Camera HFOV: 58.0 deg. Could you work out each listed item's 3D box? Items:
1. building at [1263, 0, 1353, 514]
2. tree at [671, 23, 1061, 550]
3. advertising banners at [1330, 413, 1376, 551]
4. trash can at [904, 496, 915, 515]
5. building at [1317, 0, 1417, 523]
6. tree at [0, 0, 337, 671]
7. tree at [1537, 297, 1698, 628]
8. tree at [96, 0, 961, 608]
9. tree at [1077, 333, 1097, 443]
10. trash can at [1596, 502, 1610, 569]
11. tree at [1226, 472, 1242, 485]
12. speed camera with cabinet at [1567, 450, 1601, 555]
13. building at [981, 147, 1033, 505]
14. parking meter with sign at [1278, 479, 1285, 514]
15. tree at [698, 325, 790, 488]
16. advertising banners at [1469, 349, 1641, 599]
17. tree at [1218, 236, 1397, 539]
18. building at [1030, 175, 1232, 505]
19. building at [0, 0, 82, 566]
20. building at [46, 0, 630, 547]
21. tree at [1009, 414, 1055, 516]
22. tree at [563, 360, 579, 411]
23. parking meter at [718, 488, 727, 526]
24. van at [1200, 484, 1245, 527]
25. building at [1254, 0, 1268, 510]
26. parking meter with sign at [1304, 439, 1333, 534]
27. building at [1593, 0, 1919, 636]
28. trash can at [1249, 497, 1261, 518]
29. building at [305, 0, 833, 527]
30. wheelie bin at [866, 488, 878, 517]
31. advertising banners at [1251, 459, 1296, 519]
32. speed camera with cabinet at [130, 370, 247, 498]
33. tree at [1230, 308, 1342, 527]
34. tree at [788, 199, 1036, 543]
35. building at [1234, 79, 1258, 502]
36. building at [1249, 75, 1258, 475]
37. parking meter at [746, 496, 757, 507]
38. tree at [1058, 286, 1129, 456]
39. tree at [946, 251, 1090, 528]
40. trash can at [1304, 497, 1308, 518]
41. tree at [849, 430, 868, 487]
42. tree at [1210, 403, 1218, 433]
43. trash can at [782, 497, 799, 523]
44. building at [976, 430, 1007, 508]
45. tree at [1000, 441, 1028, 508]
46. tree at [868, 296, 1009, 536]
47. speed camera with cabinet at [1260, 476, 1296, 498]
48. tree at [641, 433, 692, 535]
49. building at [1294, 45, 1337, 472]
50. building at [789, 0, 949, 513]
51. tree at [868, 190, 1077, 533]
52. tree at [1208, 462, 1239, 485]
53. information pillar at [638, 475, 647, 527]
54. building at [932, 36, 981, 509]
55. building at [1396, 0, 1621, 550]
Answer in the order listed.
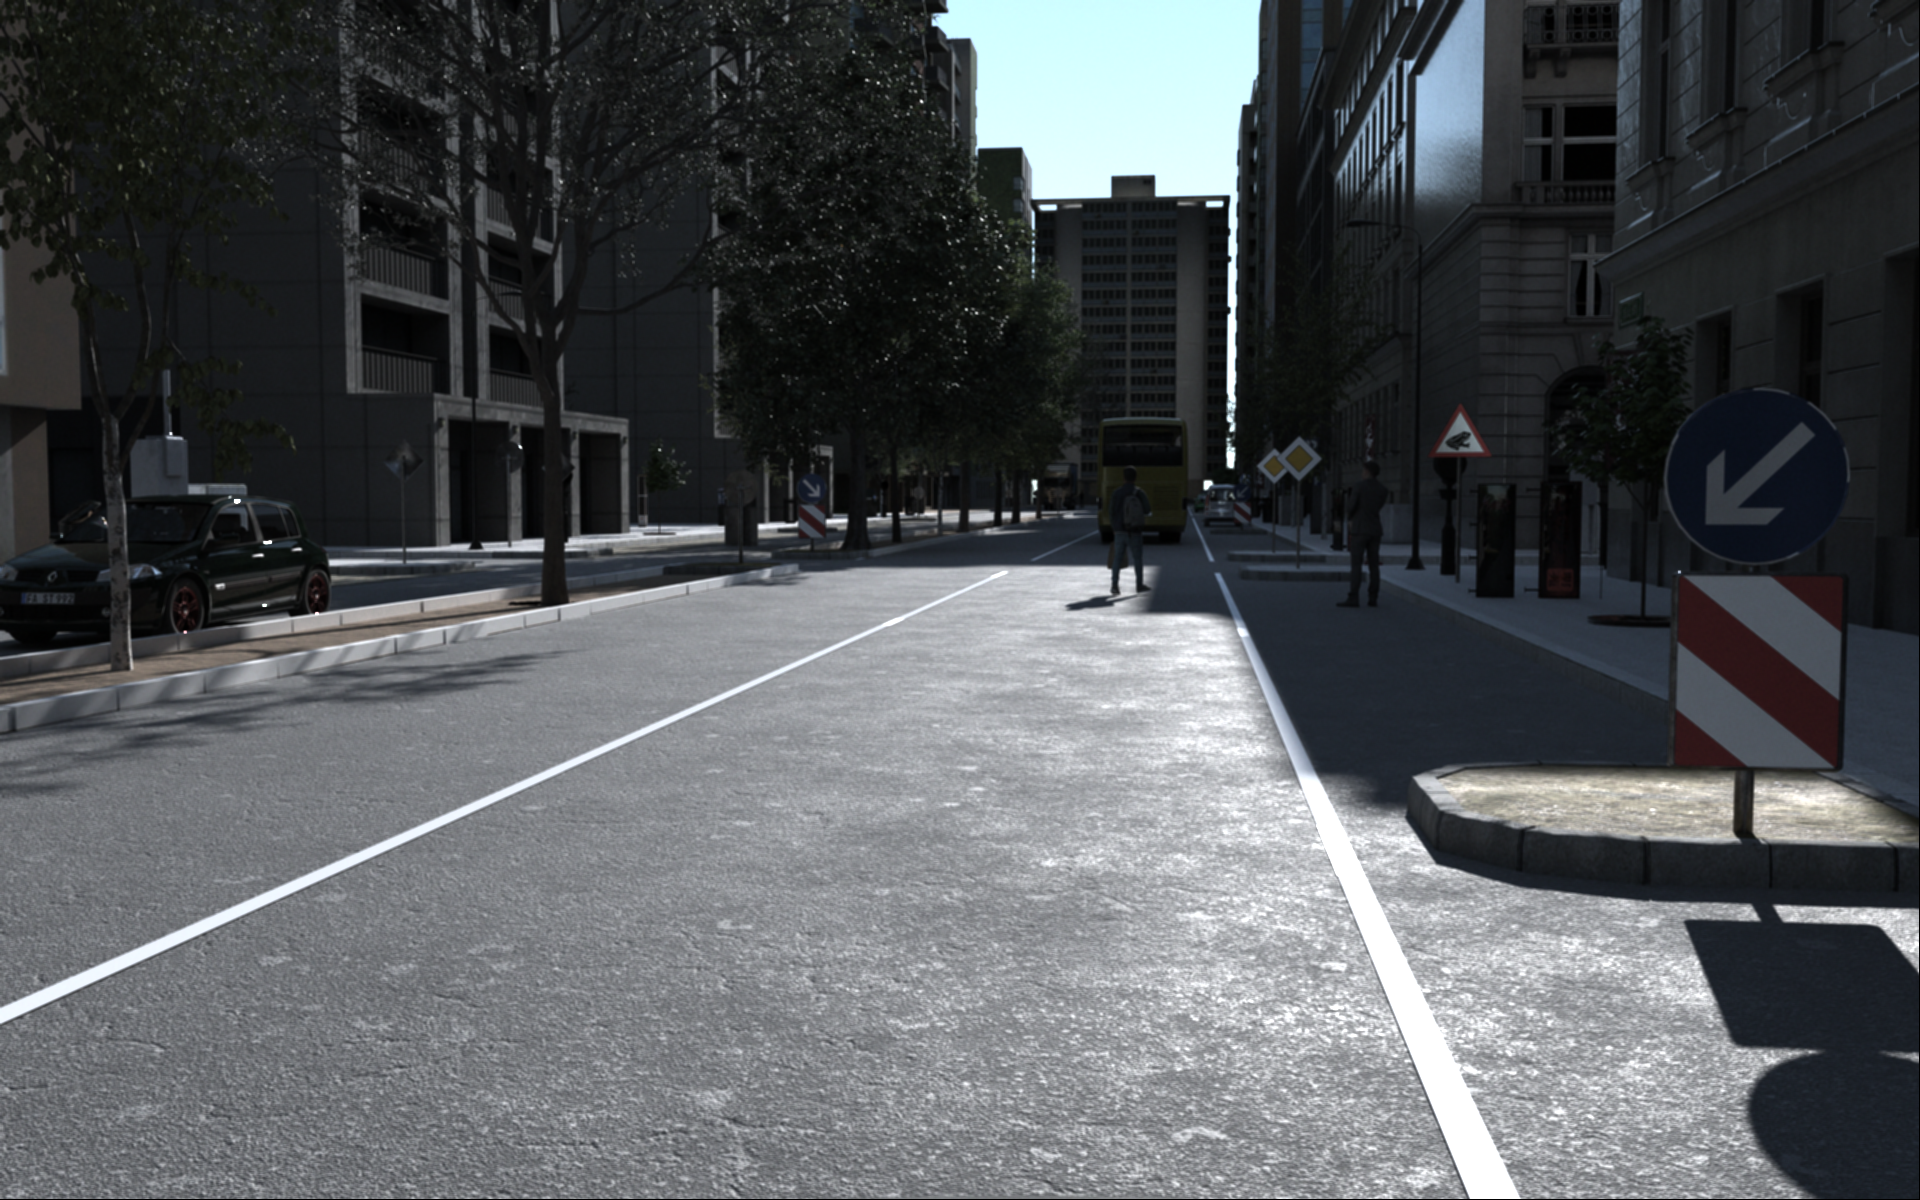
[{"bbox_3d":[28.154,-28.611,117.898,14.600,45.320,14.200,0,4,7],"label":"building"},{"bbox_3d":[-2.502,-7.507,42.204,9.611,12.733,9.660,0,3,0],"label":"tree"},{"bbox_3d":[8.745,-2.589,38.522,0.090,3.025,2.074,-1,4,-13],"label":"advertising banners"},{"bbox_3d":[-3.016,-5.665,104.270,0.748,1.137,0.748,0,3,0],"label":"trash can"},{"bbox_3d":[23.932,-14.557,71.288,16.112,22.955,30.059,0,4,7],"label":"building"},{"bbox_3d":[-6.767,-3.711,13.501,4.737,8.622,4.395,0,3,0],"label":"tree"},{"bbox_3d":[6.868,-1.379,17.143,1.663,3.219,1.824,0,3,0],"label":"tree"},{"bbox_3d":[-5.187,-6.657,21.676,12.009,13.543,11.850,0,3,0],"label":"tree"},{"bbox_3d":[2.583,-9.872,81.992,7.486,12.596,7.792,0,3,0],"label":"tree"},{"bbox_3d":[11.257,-1.098,29.601,0.748,1.137,0.748,0,3,0],"label":"trash can"},{"bbox_3d":[21.773,-8.658,136.153,1.663,3.219,1.824,0,3,0],"label":"tree"},{"bbox_3d":[13.419,-2.623,37.216,0.660,3.252,2.038,1,4,22],"label":"speed camera with cabinet"},{"bbox_3d":[1.249,-32.061,207.785,14.086,41.232,14.154,0,4,7],"label":"building"},{"bbox_3d":[15.159,-5.232,81.802,0.543,3.016,1.738,1,4,13],"label":"parking meter with sign"},{"bbox_3d":[-8.421,-7.283,69.434,4.360,8.622,3.978,0,3,0],"label":"tree"},{"bbox_3d":[7.335,-1.530,21.209,2.074,3.025,0.090,1,4,14],"label":"advertising banners"},{"bbox_3d":[10.103,-6.032,48.984,4.737,8.622,4.395,0,3,0],"label":"tree"},{"bbox_3d":[21.206,-31.916,213.715,23.993,40.220,32.217,0,4,7],"label":"building"},{"bbox_3d":[-22.724,-22.748,22.040,14.200,45.320,14.600,0,4,7],"label":"building"},{"bbox_3d":[-21.500,-37.497,51.322,20.563,71.187,20.611,0,4,7],"label":"building"},{"bbox_3d":[3.050,-8.352,89.370,4.360,8.622,3.978,0,3,0],"label":"tree"},{"bbox_3d":[-18.249,-7.510,73.151,4.360,8.622,3.978,0,3,0],"label":"tree"},{"bbox_3d":[-9.569,-3.757,69.842,0.372,1.533,0.369,0,3,0],"label":"parking meter"},{"bbox_3d":[11.703,-4.290,77.150,2.013,2.044,4.112,0,4,8],"label":"van"},{"bbox_3d":[32.042,-28.293,146.177,14.154,41.232,14.086,0,4,7],"label":"building"},{"bbox_3d":[11.668,-3.633,55.658,0.543,3.016,1.738,3,4,37],"label":"parking meter with sign"},{"bbox_3d":[15.167,-13.910,3.850,17.030,29.872,44.131,0,4,7],"label":"building"},{"bbox_3d":[16.146,-5.084,94.779,0.748,1.137,0.748,0,3,0],"label":"trash can"},{"bbox_3d":[-17.264,-39.517,84.362,20.563,71.187,20.611,0,4,7],"label":"building"},{"bbox_3d":[-4.982,-5.404,96.261,0.980,1.594,0.693,2,4,29],"label":"wheelie bin"},{"bbox_3d":[15.691,-5.515,86.350,2.074,3.025,0.090,1,4,23],"label":"advertising banners"},{"bbox_3d":[-12.608,-2.081,28.358,0.660,3.252,2.038,1,4,17],"label":"speed camera with cabinet"},{"bbox_3d":[12.731,-7.146,67.192,4.360,8.622,3.978,0,3,0],"label":"tree"},{"bbox_3d":[-1.788,-6.977,50.938,8.767,10.594,7.601,0,4,7],"label":"tree"},{"bbox_3d":[43.493,-35.561,205.127,21.600,48.544,21.300,0,4,7],"label":"building"},{"bbox_3d":[39.956,-33.506,167.425,23.786,49.044,30.456,0,4,7],"label":"building"},{"bbox_3d":[-7.839,-3.624,64.967,0.399,1.863,0.255,3,5,43],"label":"parking meter"},{"bbox_3d":[4.465,-11.287,97.377,12.009,13.543,11.850,0,3,0],"label":"tree"},{"bbox_3d":[1.700,-8.872,73.272,9.928,11.665,9.643,0,3,0],"label":"tree"},{"bbox_3d":[18.256,-4.956,92.680,0.748,1.137,0.748,0,3,0],"label":"trash can"},{"bbox_3d":[-4.581,-9.192,100.650,4.360,8.622,3.978,0,3,0],"label":"tree"},{"bbox_3d":[16.338,-8.968,96.985,4.737,8.622,4.395,0,3,0],"label":"tree"},{"bbox_3d":[-7.462,-3.951,76.246,0.748,1.137,0.748,0,3,0],"label":"trash can"},{"bbox_3d":[-10.985,-20.273,176.500,28.899,21.520,27.650,0,4,7],"label":"building"},{"bbox_3d":[4.806,-13.007,163.023,4.737,8.622,4.395,0,3,0],"label":"tree"},{"bbox_3d":[-0.653,-6.441,58.128,4.360,8.622,3.978,0,3,0],"label":"tree"},{"bbox_3d":[16.697,-5.906,90.895,0.660,3.252,2.038,-3,5,-39],"label":"speed camera with cabinet"},{"bbox_3d":[-9.529,-3.672,54.637,1.663,3.219,1.824,0,3,0],"label":"tree"},{"bbox_3d":[26.884,-18.651,98.455,14.314,27.812,24.014,0,4,7],"label":"building"},{"bbox_3d":[-12.786,-29.089,130.226,22.147,44.769,28.867,0,4,7],"label":"building"},{"bbox_3d":[0.087,-8.774,64.044,7.486,12.596,7.792,0,3,0],"label":"tree"},{"bbox_3d":[28.791,-12.517,188.358,4.285,4.588,4.351,0,3,0],"label":"tree"},{"bbox_3d":[-12.312,-3.834,67.178,0.304,2.012,0.304,0,4,3],"label":"information pillar"},{"bbox_3d":[-6.253,-28.631,151.708,14.154,41.232,14.086,0,4,7],"label":"building"},{"bbox_3d":[24.011,-12.331,43.418,24.055,21.916,13.314,0,4,7],"label":"building"}]
